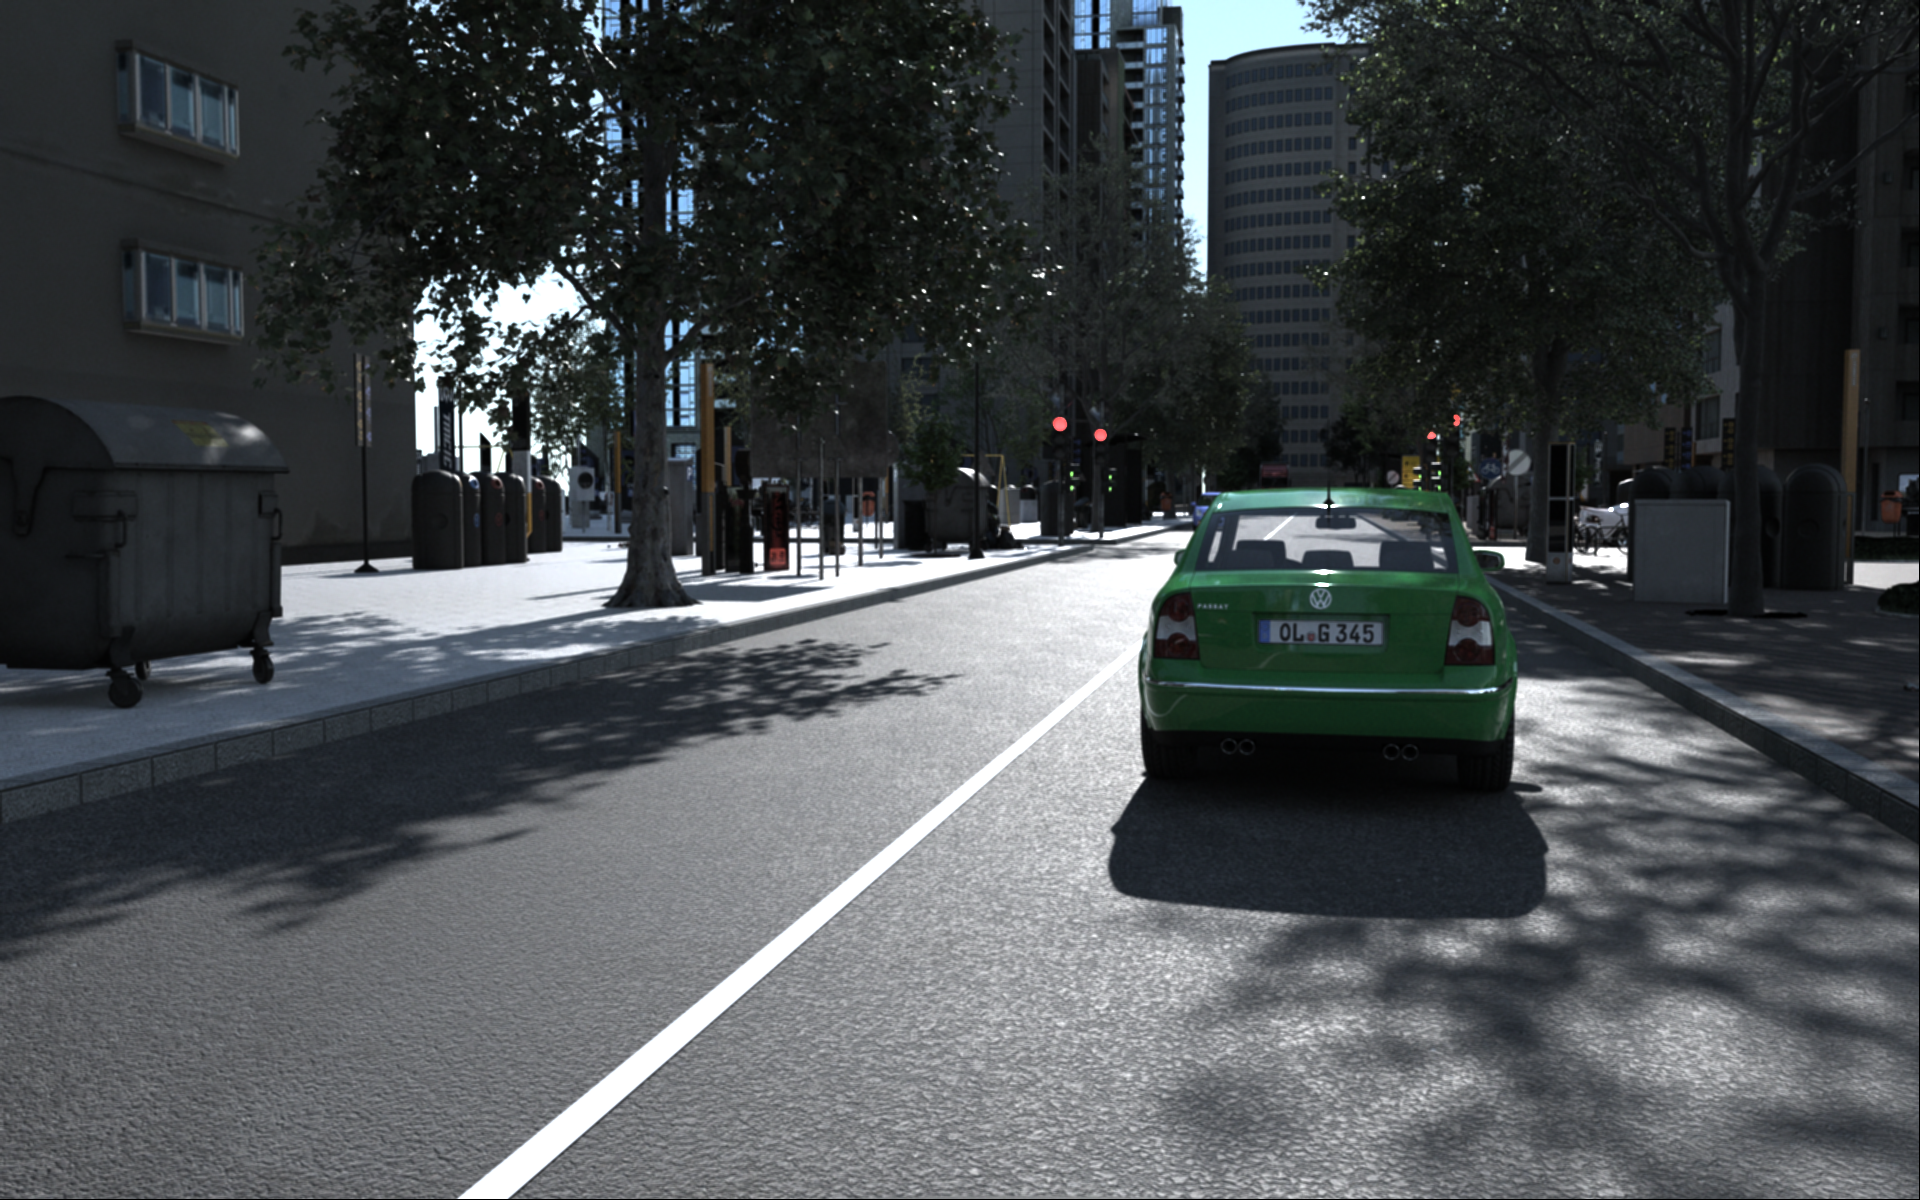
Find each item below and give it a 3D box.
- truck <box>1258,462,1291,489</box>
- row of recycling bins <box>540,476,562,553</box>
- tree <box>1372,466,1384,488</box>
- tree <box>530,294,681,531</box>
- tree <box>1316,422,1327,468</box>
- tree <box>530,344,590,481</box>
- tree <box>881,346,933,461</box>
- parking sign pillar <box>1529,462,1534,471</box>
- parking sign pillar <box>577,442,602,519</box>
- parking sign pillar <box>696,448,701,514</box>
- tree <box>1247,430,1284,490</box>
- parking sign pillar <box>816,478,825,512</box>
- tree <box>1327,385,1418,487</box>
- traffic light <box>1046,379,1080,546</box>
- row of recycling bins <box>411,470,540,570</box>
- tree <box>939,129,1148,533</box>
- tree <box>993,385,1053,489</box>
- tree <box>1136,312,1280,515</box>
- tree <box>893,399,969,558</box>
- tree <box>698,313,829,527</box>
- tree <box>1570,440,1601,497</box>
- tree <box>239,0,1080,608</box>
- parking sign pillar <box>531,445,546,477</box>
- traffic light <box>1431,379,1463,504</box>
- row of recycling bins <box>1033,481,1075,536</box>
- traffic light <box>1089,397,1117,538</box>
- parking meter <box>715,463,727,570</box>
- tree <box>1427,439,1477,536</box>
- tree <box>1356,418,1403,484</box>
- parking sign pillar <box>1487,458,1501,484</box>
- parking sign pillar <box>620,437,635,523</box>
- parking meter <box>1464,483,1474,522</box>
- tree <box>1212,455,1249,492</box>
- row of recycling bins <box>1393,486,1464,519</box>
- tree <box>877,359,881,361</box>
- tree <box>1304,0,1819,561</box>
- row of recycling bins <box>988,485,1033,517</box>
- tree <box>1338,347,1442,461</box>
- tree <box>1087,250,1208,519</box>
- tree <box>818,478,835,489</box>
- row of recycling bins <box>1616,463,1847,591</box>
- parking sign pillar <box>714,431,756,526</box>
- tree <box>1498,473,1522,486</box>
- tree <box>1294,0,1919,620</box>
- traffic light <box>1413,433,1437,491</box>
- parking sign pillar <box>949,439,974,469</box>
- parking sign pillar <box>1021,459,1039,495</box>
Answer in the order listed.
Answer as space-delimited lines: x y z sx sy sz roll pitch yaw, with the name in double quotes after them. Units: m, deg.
27.841 -10.071 153.574 2.839 4.237 11.283 1 4 10 "truck"
-9.510 -1.842 37.223 1.069 1.692 3.534 0 4 7 "row of recycling bins"
26.360 -6.942 108.110 1.663 3.219 1.824 0 3 0 "tree"
-12.082 -6.737 60.512 4.737 8.622 4.395 0 3 0 "tree"
37.573 -13.827 160.485 8.767 10.594 7.601 -1 4 -13 "tree"
-18.445 -7.844 78.619 4.360 8.622 3.978 0 3 0 "tree"
-3.098 -8.243 85.131 4.360 8.622 3.978 0 3 0 "tree"
34.387 -7.168 105.676 1.447 3.967 1.447 1 4 23 "parking sign pillar"
-18.947 -6.090 88.041 1.447 3.967 1.447 2 4 34 "parking sign pillar"
-10.563 -5.220 73.821 1.447 3.967 1.447 0 4 5 "parking sign pillar"
31.451 -15.482 187.540 8.767 10.594 7.601 3 4 36 "tree"
-9.177 -7.795 115.914 1.447 3.967 1.447 -1 4 -20 "parking sign pillar"
31.850 -11.984 130.359 7.601 10.594 8.767 1 4 14 "tree"
2.505 -3.271 42.399 0.839 4.253 0.868 1 4 12 "traffic light"
-8.771 -1.458 30.949 1.069 1.692 3.534 1 4 9 "row of recycling bins"
4.647 -9.021 57.864 12.009 13.543 11.850 0 3 0 "tree"
4.453 -9.945 112.963 4.737 8.622 4.395 0 3 0 "tree"
13.972 -11.445 105.254 7.486 12.596 7.792 0 3 0 "tree"
-0.640 -2.496 35.407 1.663 3.219 1.824 0 3 0 "tree"
-6.857 -6.583 57.987 4.360 8.622 3.978 0 3 0 "tree"
21.355 -4.031 60.501 1.663 3.219 1.824 0 3 0 "tree"
-3.444 -6.274 19.590 9.611 12.733 9.660 0 3 0 "tree"
-22.527 -6.435 93.677 1.447 3.967 1.447 -2 4 -24 "parking sign pillar"
11.479 -3.158 40.561 0.839 4.253 0.868 1 4 12 "traffic light"
3.031 -2.879 54.191 1.069 1.692 3.534 0 4 6 "row of recycling bins"
4.126 -3.749 50.218 0.839 4.253 0.868 1 4 12 "traffic light"
-4.162 -1.447 29.365 0.399 1.863 0.255 0 4 4 "parking meter"
14.904 -3.567 52.916 1.663 3.219 1.824 0 3 0 "tree"
34.740 -11.785 143.039 4.360 8.622 3.978 0 3 0 "tree"
36.024 -7.815 116.240 1.447 3.967 1.447 -2 4 -25 "parking sign pillar"
-14.546 -5.406 76.857 1.447 3.967 1.447 0 4 2 "parking sign pillar"
23.681 -4.579 80.572 0.399 1.863 0.255 0 4 -7 "parking meter"
21.542 -9.418 137.697 4.285 4.588 4.351 0 3 0 "tree"
22.687 -4.702 83.991 3.534 1.692 1.069 0 4 -6 "row of recycling bins"
-6.256 -7.536 73.571 4.360 8.622 3.978 0 3 0 "tree"
11.164 -7.731 33.054 9.857 13.997 8.962 0 3 0 "tree"
2.768 -4.625 82.734 3.534 1.692 1.069 1 4 18 "row of recycling bins"
29.112 -11.659 116.380 9.928 11.665 9.643 0 3 0 "tree"
10.788 -11.160 89.114 9.857 13.997 8.962 0 3 0 "tree"
-7.223 -9.036 98.093 4.737 8.622 4.395 0 3 0 "tree"
10.900 -1.065 24.518 1.069 1.692 3.534 -2 4 -24 "row of recycling bins"
-8.907 -5.004 70.295 1.447 3.967 1.447 3 5 41 "parking sign pillar"
25.289 -5.170 79.132 1.663 3.219 1.824 0 3 0 "tree"
8.242 -6.580 17.953 12.009 13.543 11.850 0 3 0 "tree"
13.101 -3.637 48.381 0.839 4.253 0.868 1 4 12 "traffic light"
-0.025 -5.345 75.864 1.447 3.967 1.447 -1 4 -10 "parking sign pillar"
5.098 -8.392 125.686 1.447 3.967 1.447 -2 4 -30 "parking sign pillar"
